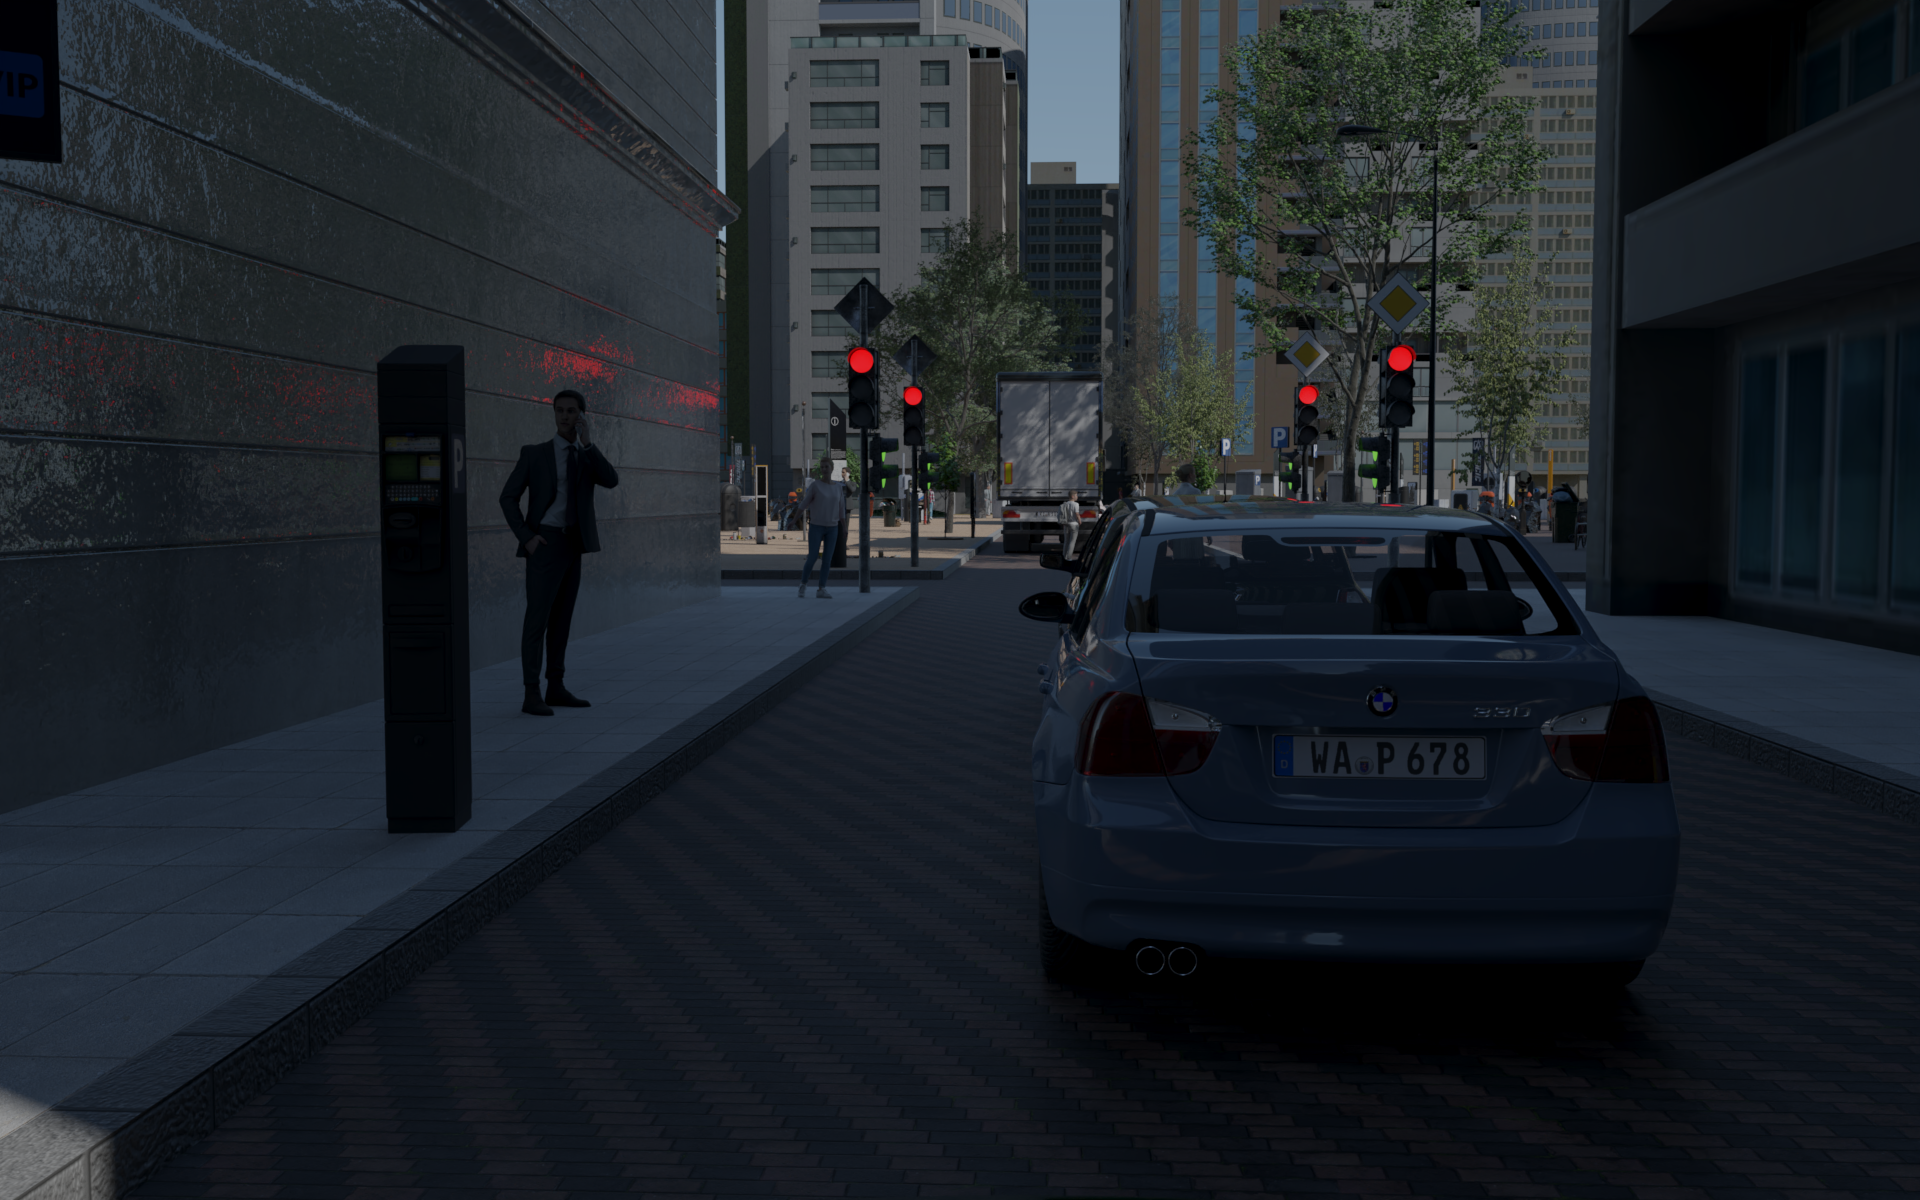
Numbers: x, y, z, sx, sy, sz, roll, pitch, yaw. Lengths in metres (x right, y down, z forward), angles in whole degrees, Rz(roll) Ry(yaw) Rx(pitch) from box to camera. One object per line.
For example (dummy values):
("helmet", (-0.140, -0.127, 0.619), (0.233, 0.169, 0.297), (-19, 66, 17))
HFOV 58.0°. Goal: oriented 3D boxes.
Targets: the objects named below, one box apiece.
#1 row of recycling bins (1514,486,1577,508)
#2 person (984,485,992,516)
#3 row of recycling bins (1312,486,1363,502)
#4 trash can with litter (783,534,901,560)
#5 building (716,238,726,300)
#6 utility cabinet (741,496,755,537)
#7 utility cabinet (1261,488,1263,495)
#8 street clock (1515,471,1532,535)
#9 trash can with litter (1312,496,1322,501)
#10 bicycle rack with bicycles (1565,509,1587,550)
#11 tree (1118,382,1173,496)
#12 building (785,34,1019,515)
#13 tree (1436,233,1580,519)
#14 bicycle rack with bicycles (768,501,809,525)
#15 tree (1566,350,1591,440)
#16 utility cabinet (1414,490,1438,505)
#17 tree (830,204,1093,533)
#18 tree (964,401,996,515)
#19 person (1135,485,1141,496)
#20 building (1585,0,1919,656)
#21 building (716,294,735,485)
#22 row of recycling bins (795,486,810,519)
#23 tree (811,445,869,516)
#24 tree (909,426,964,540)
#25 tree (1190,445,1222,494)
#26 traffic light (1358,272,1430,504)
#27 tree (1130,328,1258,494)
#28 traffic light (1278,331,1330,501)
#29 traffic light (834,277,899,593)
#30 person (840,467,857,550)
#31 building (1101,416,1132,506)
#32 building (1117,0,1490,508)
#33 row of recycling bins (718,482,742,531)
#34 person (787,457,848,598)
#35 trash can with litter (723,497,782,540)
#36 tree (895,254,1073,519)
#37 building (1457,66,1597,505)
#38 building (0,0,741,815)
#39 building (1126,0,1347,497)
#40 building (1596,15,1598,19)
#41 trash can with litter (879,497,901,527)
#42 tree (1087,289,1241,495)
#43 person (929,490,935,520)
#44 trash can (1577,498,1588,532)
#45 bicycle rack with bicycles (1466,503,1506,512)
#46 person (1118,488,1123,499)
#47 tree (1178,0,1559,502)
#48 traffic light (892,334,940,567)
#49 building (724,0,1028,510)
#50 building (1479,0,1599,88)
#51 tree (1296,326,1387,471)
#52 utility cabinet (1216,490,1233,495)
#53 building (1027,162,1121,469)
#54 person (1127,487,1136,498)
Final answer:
("row of recycling bins", (30.851, -5.147, 91.261), (1.069, 1.692, 3.534), (-3, 5, -41))
("person", (1.597, -5.853, 101.837), (0.391, 1.810, 0.635), (2, 4, 34))
("row of recycling bins", (17.932, -4.671, 83.484), (3.534, 1.692, 1.069), (-2, 4, -31))
("trash can with litter", (-2.193, -1.444, 34.665), (2.233, 1.210, 1.678), (-1, 4, -20))
("building", (-32.626, -26.025, 197.209), (14.107, 30.474, 14.160), (0, 4, 3))
("utility cabinet", (-6.323, -2.539, 52.677), (0.306, 1.237, 1.020), (1, 4, 17))
("utility cabinet", (10.409, -3.212, 61.189), (0.318, 1.500, 1.173), (2, 4, 27))
("street clock", (17.576, -3.027, 54.061), (0.471, 2.002, 0.358), (0, 4, 2))
("trash can with litter", (12.774, -3.042, 60.797), (2.233, 1.210, 1.678), (3, 4, 36))
("bicycle rack with bicycles", (15.056, -1.605, 39.631), (2.852, 0.926, 2.925), (2, 4, 35))
("tree", (12.275, -10.028, 114.322), (4.360, 8.622, 3.978), (0, 3, 0))
("building", (-3.321, -20.879, 113.070), (14.160, 30.474, 14.107), (0, 4, 3))
("tree", (15.607, -6.092, 49.965), (4.737, 8.622, 4.395), (0, 3, 0))
("bicycle rack with bicycles", (-6.337, -3.727, 74.326), (2.925, 0.926, 2.852), (-3, 5, -45))
("tree", (30.360, -7.959, 80.484), (4.360, 8.622, 3.978), (0, 3, 0))
("utility cabinet", (23.503, -4.813, 87.364), (1.173, 1.500, 0.318), (-1, 4, -16))
("tree", (-0.213, -7.459, 56.366), (8.767, 10.594, 7.601), (-2, 4, -32))
("tree", (1.702, -9.383, 103.782), (4.360, 8.622, 3.978), (0, 3, 0))
("person", (10.289, -5.759, 100.325), (0.853, 1.813, 0.709), (-3, 5, -40))
("building", (16.941, -23.416, 6.550), (21.300, 48.544, 21.600), (0, 4, 3))
("building", (-8.204, -19.745, 167.873), (28.899, 21.520, 27.650), (0, 4, 3))
("row of recycling bins", (-7.433, -5.059, 89.820), (1.069, 1.692, 3.534), (-3, 4, -36))
("tree", (-7.218, -7.310, 103.237), (4.285, 4.588, 4.351), (0, 3, 0))
("tree", (-0.354, -3.316, 48.820), (1.663, 3.219, 1.824), (0, 3, 0))
("tree", (9.415, -4.512, 68.374), (1.663, 3.219, 1.824), (0, 3, 0))
("traffic light", (5.528, -2.028, 22.082), (0.839, 4.253, 0.868), (0, 4, 3))
("tree", (9.963, -7.722, 76.613), (4.737, 8.622, 4.395), (0, 3, 0))
("traffic light", (5.971, -2.516, 30.055), (0.839, 4.253, 0.868), (0, 4, 3))
("traffic light", (-1.224, -2.050, 22.440), (0.839, 4.253, 0.868), (0, 4, 3))
("person", (-2.690, -2.098, 39.712), (0.648, 1.900, 0.474), (0, 4, -3))
("building", (24.216, -44.684, 168.837), (20.563, 71.187, 20.611), (0, 4, 3))
("building", (27.197, -33.997, 145.088), (28.713, 52.752, 27.495), (0, 4, 3))
("row of recycling bins", (-9.453, -3.235, 60.008), (3.534, 1.692, 1.069), (-1, 4, -11))
("person", (-1.815, -0.898, 21.394), (0.731, 1.740, 0.598), (-3, 4, -36))
("trash can with litter", (-5.591, -2.306, 48.760), (2.233, 1.210, 1.678), (-1, 4, -12))
("tree", (1.158, -11.252, 90.632), (9.857, 13.997, 8.962), (0, 3, 0))
("building", (49.835, -28.850, 163.573), (23.993, 40.220, 32.217), (0, 4, 3))
("building", (-24.846, -14.546, 14.236), (44.131, 29.872, 17.030), (0, 4, 3))
("building", (19.408, -29.039, 124.906), (14.600, 45.320, 14.200), (0, 4, 3))
("building", (75.609, -35.093, 163.014), (27.495, 52.752, 28.713), (0, 4, 3))
("trash can with litter", (-2.698, -3.429, 67.453), (0.624, 1.170, 1.055), (1, 4, 19))
("tree", (11.886, -11.845, 104.027), (12.009, 13.543, 11.850), (0, 3, 0))
("person", (-1.542, -4.859, 86.333), (0.563, 1.720, 0.643), (1, 4, 15))
("trash can", (20.815, -2.820, 57.766), (0.748, 1.137, 0.748), (0, 3, 0))
("bicycle rack with bicycles", (19.970, -3.201, 65.713), (2.925, 0.926, 2.852), (0, 4, -8))
("person", (11.393, -7.046, 121.965), (0.721, 1.743, 1.217), (0, 4, 7))
("tree", (7.955, -6.652, 34.520), (9.928, 11.665, 9.643), (0, 3, 0))
("traffic light", (-0.781, -2.538, 30.413), (0.839, 4.253, 0.868), (0, 4, 3))
("building", (-5.489, -36.194, 133.771), (21.231, 58.520, 28.212), (0, 4, 3))
("building", (67.922, -39.953, 195.225), (28.212, 58.520, 21.231), (0, 4, 3))
("tree", (16.068, -7.430, 71.840), (4.360, 8.622, 3.978), (0, 3, 0))
("utility cabinet", (15.331, -5.611, 100.421), (1.173, 1.500, 0.318), (-3, 5, -43))
("building", (10.944, -31.397, 205.215), (23.993, 40.220, 32.217), (0, 4, 3))
("person", (11.159, -6.379, 111.070), (1.217, 1.736, 0.721), (3, 5, 42))
